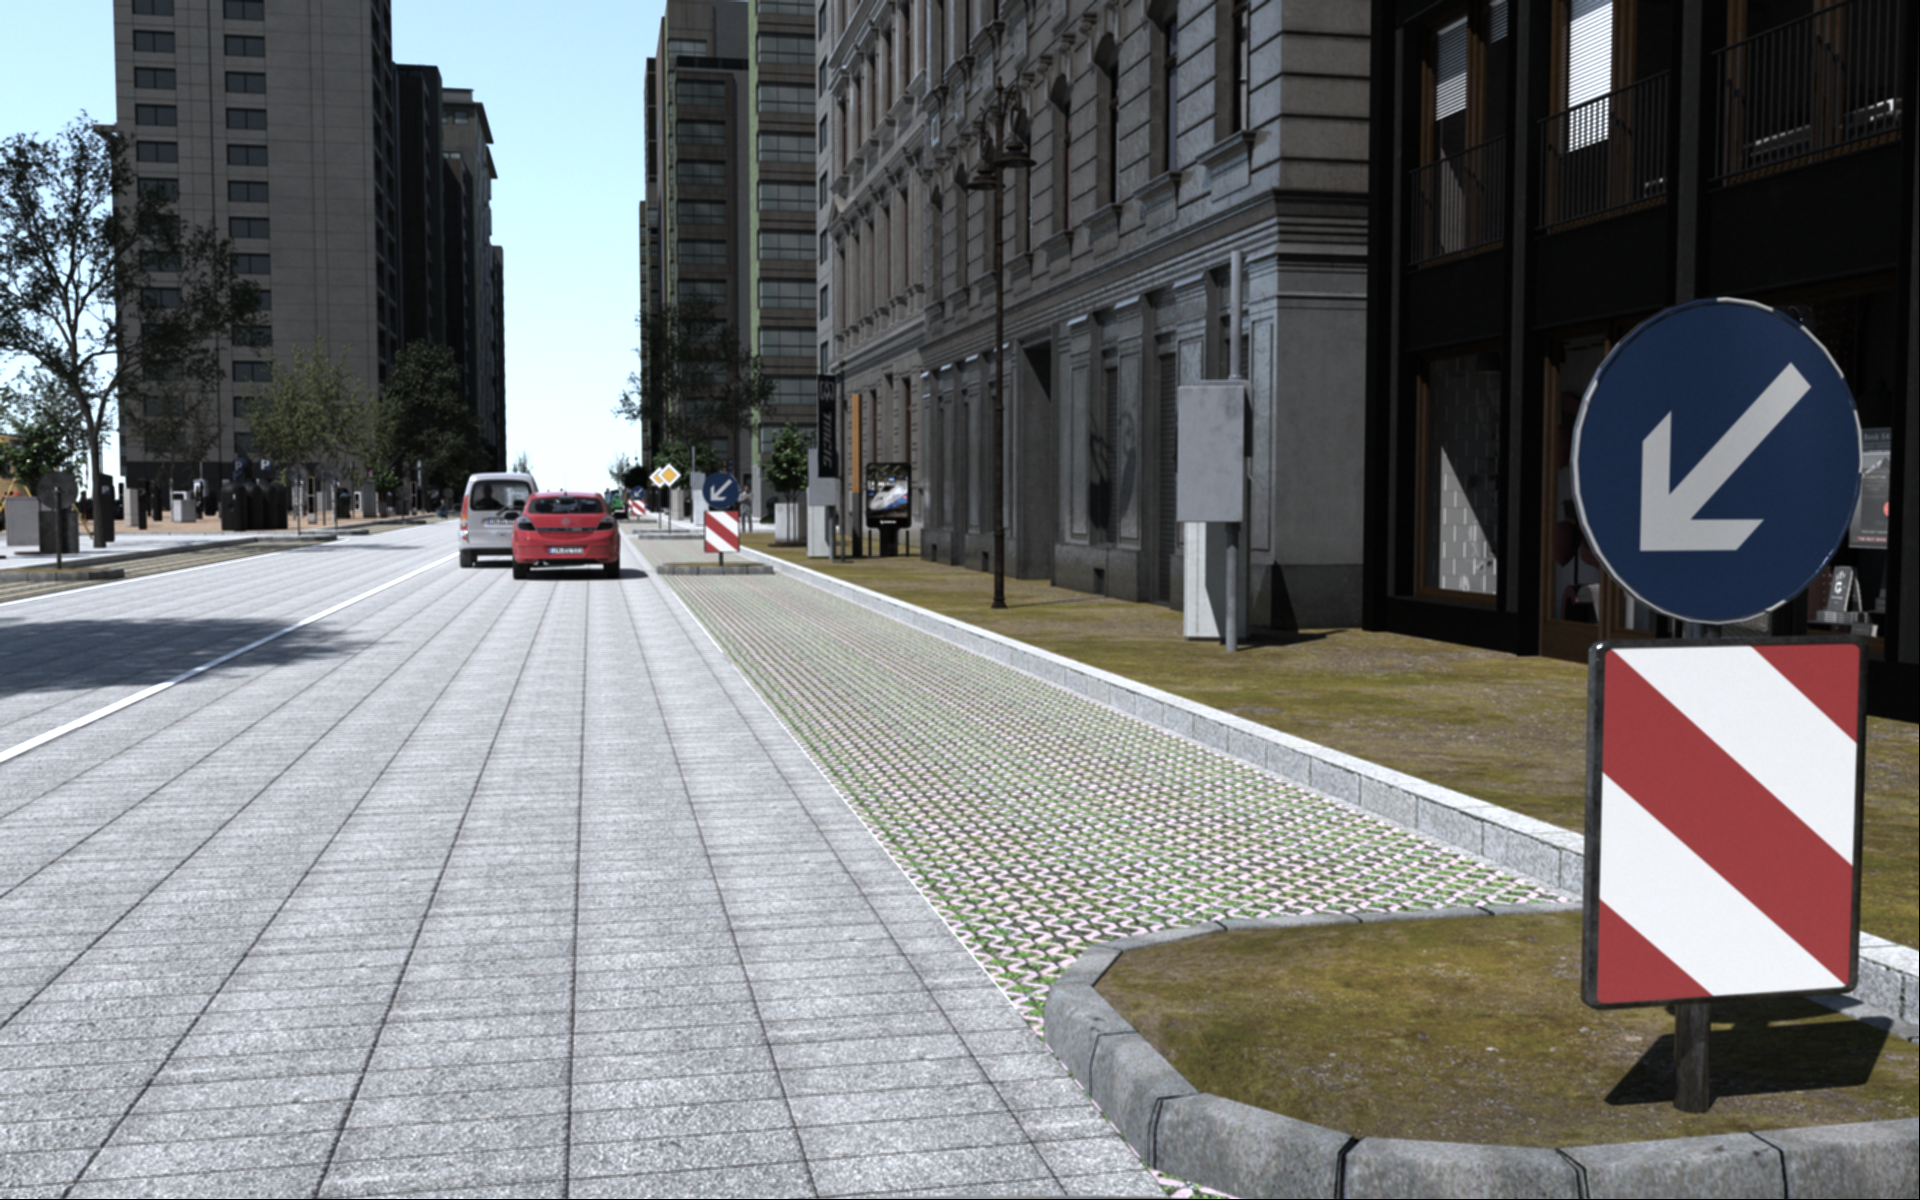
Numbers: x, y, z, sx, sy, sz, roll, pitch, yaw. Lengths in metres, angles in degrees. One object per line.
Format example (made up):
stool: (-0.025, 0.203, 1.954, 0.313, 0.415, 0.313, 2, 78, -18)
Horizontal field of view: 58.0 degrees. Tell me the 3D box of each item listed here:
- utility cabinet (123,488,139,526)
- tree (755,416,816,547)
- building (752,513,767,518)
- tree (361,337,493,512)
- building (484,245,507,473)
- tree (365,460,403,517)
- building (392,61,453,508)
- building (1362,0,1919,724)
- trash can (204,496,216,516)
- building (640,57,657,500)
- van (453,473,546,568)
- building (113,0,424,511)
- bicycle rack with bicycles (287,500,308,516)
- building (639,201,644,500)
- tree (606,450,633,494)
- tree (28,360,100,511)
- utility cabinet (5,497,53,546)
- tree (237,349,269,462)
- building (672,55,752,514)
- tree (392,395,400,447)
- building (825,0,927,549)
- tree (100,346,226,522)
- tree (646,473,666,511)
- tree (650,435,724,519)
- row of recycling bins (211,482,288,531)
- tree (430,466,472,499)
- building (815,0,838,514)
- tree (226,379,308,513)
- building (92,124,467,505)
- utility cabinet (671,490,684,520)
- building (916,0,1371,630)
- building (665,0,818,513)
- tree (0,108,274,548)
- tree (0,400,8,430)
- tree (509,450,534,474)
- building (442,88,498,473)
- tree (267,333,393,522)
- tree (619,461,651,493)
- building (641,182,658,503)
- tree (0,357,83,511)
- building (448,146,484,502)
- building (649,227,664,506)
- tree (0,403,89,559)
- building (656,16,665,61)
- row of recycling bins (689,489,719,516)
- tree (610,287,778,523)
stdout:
utility cabinet: (-32.778, -3.659, 68.504, 0.318, 1.500, 1.173, -3, 4, -37)
tree: (-4.281, -3.063, 44.688, 1.663, 3.219, 1.824, 0, 3, 0)
building: (-5.025, -25.344, 97.963, 14.154, 41.232, 14.086, -1, 4, -12)
tree: (-38.889, -12.799, 126.274, 9.611, 12.733, 9.660, 0, 3, 0)
building: (-79.969, -36.221, 275.809, 14.154, 41.232, 14.086, -1, 4, -12)
tree: (-32.765, -6.294, 97.508, 1.663, 3.219, 1.824, 0, 3, 0)
building: (-55.115, -29.090, 159.223, 14.154, 41.232, 14.086, -1, 4, -12)
building: (11.444, -10.977, 9.151, 12.332, 23.373, 15.834, -1, 4, -12)
trash can: (-44.236, -5.536, 102.165, 0.748, 1.137, 0.748, 0, 3, 0)
building: (-43.167, -51.770, 284.694, 20.563, 71.187, 20.611, -1, 4, -12)
van: (-9.286, -1.727, 35.243, 2.013, 2.044, 4.112, -1, 4, -14)
building: (-54.893, -42.952, 140.518, 20.563, 71.187, 20.611, -1, 4, -12)
bicycle rack with bicycles: (-39.101, -5.338, 100.662, 2.852, 0.926, 2.925, -2, 4, -32)
building: (-38.003, -34.300, 244.398, 14.154, 41.232, 14.086, -1, 4, -12)
tree: (-56.137, -20.514, 285.772, 4.360, 8.622, 3.978, 0, 3, 0)
tree: (-45.690, -8.512, 89.539, 4.360, 8.622, 3.978, 0, 3, 0)
utility cabinet: (-23.070, -1.943, 42.937, 1.020, 1.237, 0.306, -2, 4, -33)
tree: (-32.681, -8.180, 84.100, 4.737, 8.622, 4.395, 0, 3, 0)
building: (-12.651, -21.255, 119.223, 14.160, 30.474, 14.107, -1, 4, -12)
tree: (-39.741, -10.224, 117.518, 4.737, 8.622, 4.395, 0, 3, 0)
building: (3.078, -12.773, 44.993, 11.583, 22.565, 21.152, -1, 4, -12)
tree: (-36.770, -7.930, 80.022, 4.360, 8.622, 3.978, 0, 3, 0)
tree: (-23.119, -8.382, 131.653, 1.663, 3.219, 1.824, 0, 3, 0)
tree: (-14.698, -6.849, 95.695, 4.285, 4.588, 4.351, 0, 3, 0)
row of recycling bins: (-25.367, -3.383, 62.431, 1.069, 1.692, 3.534, 1, 4, 8)
tree: (-41.285, -9.608, 140.805, 4.285, 4.588, 4.351, 0, 3, 0)
building: (4.862, -39.116, 77.801, 20.611, 71.187, 20.563, -1, 4, -12)
tree: (-43.875, -9.785, 110.343, 4.360, 8.622, 3.978, 0, 3, 0)
building: (-67.490, -29.641, 176.509, 32.217, 40.220, 23.993, -1, 4, -12)
utility cabinet: (-13.841, -4.667, 84.986, 0.318, 1.500, 1.173, -2, 4, -25)
building: (5.665, -10.780, 25.397, 9.793, 20.994, 18.267, -1, 4, -12)
building: (-17.984, -28.403, 147.984, 14.154, 41.232, 14.086, -1, 4, -12)
tree: (-20.560, -6.543, 41.389, 8.767, 10.594, 7.601, 0, 4, -7)
tree: (-61.435, -9.600, 107.328, 4.360, 8.622, 3.978, 0, 3, 0)
tree: (-71.225, -20.240, 281.284, 4.360, 8.622, 3.978, 0, 3, 0)
building: (-76.190, -39.006, 226.990, 28.713, 52.752, 27.495, -1, 4, -12)
tree: (-28.542, -7.852, 78.739, 4.737, 8.622, 4.395, 0, 3, 0)
tree: (-31.858, -11.506, 171.830, 4.285, 4.588, 4.351, 0, 3, 0)
building: (-34.554, -33.466, 230.756, 14.154, 41.232, 14.086, -1, 4, -12)
tree: (-49.273, -8.758, 93.557, 4.737, 8.622, 4.395, 0, 3, 0)
building: (-62.501, -31.399, 196.962, 14.154, 41.232, 14.086, -1, 4, -12)
building: (-26.988, -25.605, 190.337, 14.160, 30.474, 14.107, -1, 4, -12)
tree: (-19.464, -2.587, 36.892, 1.663, 3.219, 1.824, 0, 3, 0)
building: (-21.010, -31.322, 162.219, 14.600, 45.320, 14.200, -1, 4, -12)
row of recycling bins: (-15.310, -5.961, 104.575, 1.069, 1.692, 3.534, 1, 4, 17)
tree: (-11.759, -8.740, 77.319, 8.767, 10.594, 7.601, 1, 4, 17)
